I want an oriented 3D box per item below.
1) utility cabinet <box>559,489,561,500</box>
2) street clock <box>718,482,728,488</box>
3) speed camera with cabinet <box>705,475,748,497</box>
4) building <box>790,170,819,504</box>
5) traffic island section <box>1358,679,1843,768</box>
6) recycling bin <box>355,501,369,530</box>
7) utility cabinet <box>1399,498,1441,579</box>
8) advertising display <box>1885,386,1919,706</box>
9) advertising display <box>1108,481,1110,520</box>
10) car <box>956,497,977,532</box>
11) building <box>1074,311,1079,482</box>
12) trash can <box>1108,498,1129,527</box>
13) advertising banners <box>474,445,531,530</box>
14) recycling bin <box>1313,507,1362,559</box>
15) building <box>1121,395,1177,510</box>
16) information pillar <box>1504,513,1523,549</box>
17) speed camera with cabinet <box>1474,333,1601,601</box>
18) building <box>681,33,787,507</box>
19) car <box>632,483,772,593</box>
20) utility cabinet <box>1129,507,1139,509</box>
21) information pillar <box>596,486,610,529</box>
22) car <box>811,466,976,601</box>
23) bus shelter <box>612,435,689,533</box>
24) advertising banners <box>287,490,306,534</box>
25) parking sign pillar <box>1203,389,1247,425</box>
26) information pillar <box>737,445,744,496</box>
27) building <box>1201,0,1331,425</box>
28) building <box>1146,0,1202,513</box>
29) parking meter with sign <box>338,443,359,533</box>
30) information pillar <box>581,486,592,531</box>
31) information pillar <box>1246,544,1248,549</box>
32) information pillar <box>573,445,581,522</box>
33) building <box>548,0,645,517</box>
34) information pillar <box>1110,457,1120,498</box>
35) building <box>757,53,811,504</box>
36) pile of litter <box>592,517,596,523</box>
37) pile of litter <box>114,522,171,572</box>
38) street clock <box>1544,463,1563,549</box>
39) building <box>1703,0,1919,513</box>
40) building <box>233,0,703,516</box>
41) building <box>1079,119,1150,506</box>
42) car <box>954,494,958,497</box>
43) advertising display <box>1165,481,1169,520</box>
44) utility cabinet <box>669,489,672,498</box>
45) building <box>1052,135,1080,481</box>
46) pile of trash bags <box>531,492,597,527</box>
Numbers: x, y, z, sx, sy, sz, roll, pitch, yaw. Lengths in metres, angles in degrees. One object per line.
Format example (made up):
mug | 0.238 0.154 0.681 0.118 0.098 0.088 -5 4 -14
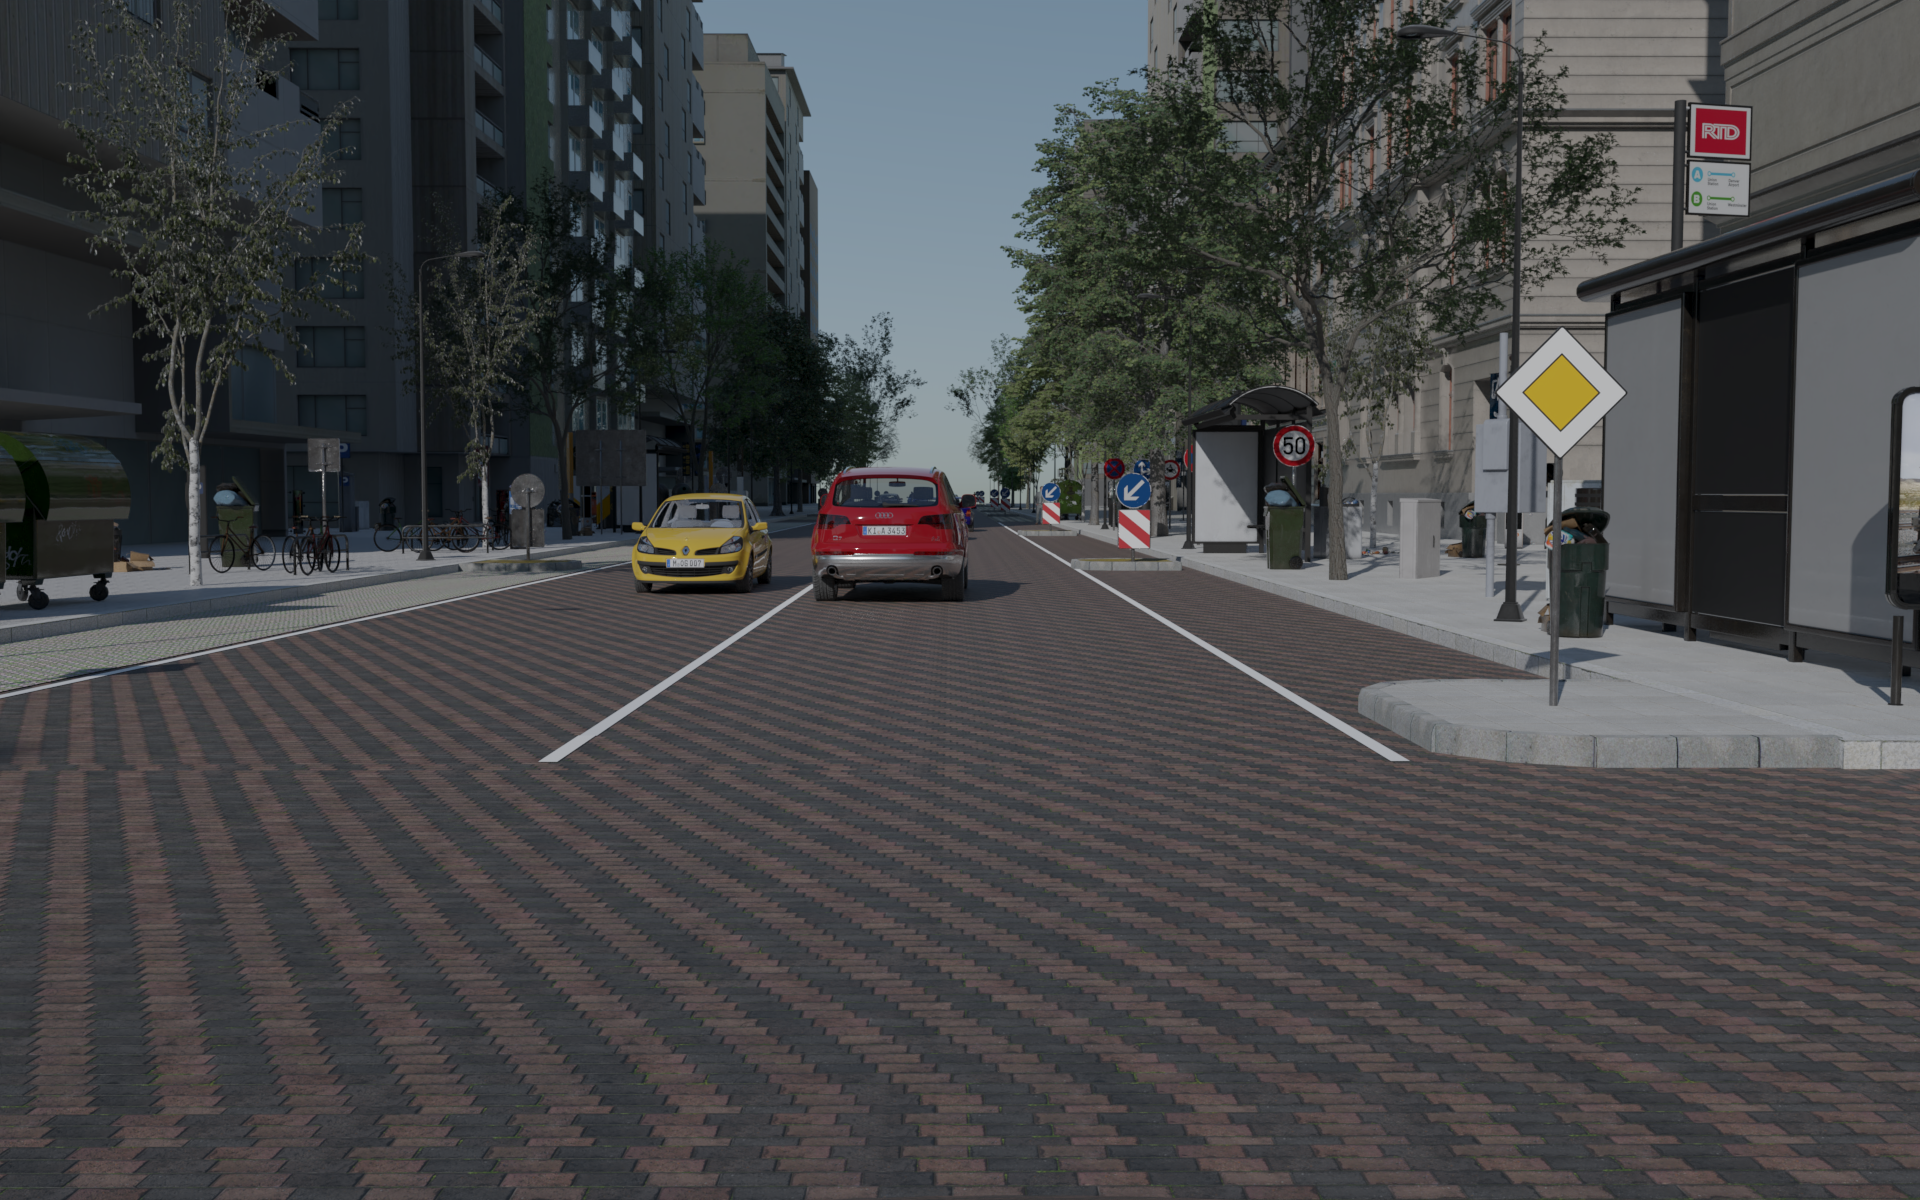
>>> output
utility cabinet | -19.292 -4.559 83.215 1.173 1.500 0.318 0 4 3
street clock | -11.430 -4.834 83.613 0.471 2.002 0.358 0 4 -6
speed camera with cabinet | -11.387 -5.511 84.442 2.038 3.252 0.660 0 4 4
building | -26.487 -35.671 233.324 14.600 45.320 14.200 0 4 0
traffic island section | 3.617 0.720 10.512 2.009 0.180 2.903 0 4 0
recycling bin | -21.896 -3.069 62.728 0.722 1.027 0.722 1 4 10
utility cabinet | 7.081 -0.945 26.616 0.306 1.237 1.020 2 4 35
advertising display | 6.096 -0.315 10.368 0.974 1.923 0.123 1 4 14
advertising display | 7.720 -4.864 84.743 0.974 1.923 0.123 0 4 1
car | -0.323 -3.331 67.041 1.945 1.354 3.894 0 4 1
building | 20.619 -26.645 207.347 14.160 30.474 14.107 0 4 0
trash can | 6.073 -3.401 67.256 0.748 1.137 0.748 0 3 0
advertising banners | -16.377 -4.036 62.176 2.074 3.025 0.090 0 4 -5
recycling bin | 7.521 -1.342 34.494 0.722 1.027 0.722 -1 4 -18
building | 29.538 -27.499 141.483 32.217 40.220 23.993 0 4 0
information pillar | 12.961 -2.202 40.500 0.304 2.012 0.304 -1 4 -17
speed camera with cabinet | 7.229 -1.625 20.904 0.660 3.252 2.038 -2 4 -35
building | -30.473 -34.458 187.091 21.300 48.544 21.600 0 4 0
car | -3.870 -0.985 26.334 2.015 1.641 3.980 0 3 0
utility cabinet | 6.152 -2.862 57.962 1.020 1.237 0.306 -2 4 -28
information pillar | -12.991 -4.379 62.952 0.504 3.616 0.183 -2 4 -26
car | -0.915 -0.979 24.680 2.281 1.827 5.304 0 4 1
bus shelter | -10.808 -4.042 60.006 2.014 3.302 5.546 0 4 0
advertising banners | -21.440 -3.585 54.806 0.090 3.025 2.074 1 4 17
parking sign pillar | 6.878 -3.476 45.298 1.447 3.967 1.447 -3 5 -40
information pillar | -10.552 -5.618 83.217 0.183 3.616 0.504 -3 4 -37
building | 19.974 -25.129 94.447 14.154 41.232 14.086 0 4 0
building | 27.255 -32.150 114.886 28.713 52.752 27.495 0 4 0
parking meter with sign | -20.665 -3.801 58.413 0.543 3.016 1.738 -1 4 -9
information pillar | -13.011 -3.413 60.290 0.304 2.012 0.304 -2 4 -28
information pillar | 6.563 -2.203 40.519 0.304 2.012 0.304 1 4 20
information pillar | -17.424 -5.319 78.317 0.504 3.616 0.183 -1 4 -13
building | -30.996 -29.414 100.521 23.786 49.044 30.456 0 4 0
information pillar | 6.797 -5.179 76.037 0.504 3.616 0.183 1 4 11
building | -33.389 -38.105 212.250 28.713 52.752 27.495 0 4 0
pile of litter | -15.713 -3.783 75.825 1.719 0.858 1.176 1 4 22
pile of litter | -13.989 -0.909 28.829 1.719 0.858 1.176 -3 5 -43
street clock | 13.729 -2.182 40.241 0.358 2.002 0.471 -3 4 -36
building | 28.741 -11.754 25.469 30.059 22.955 16.112 0 4 0
building | -34.066 -33.066 129.860 28.713 52.752 27.495 0 4 0
building | 20.125 -31.104 192.152 14.154 41.232 14.086 0 4 0
car | -0.878 -11.319 194.844 2.009 1.686 4.222 0 4 1
advertising display | 10.035 -4.869 84.827 0.123 1.923 0.974 3 4 37
utility cabinet | -12.875 -4.356 79.898 1.173 1.500 0.318 2 4 30
building | 24.510 -37.302 229.491 23.786 49.044 30.456 0 4 0
pile of trash bags | -15.659 -3.545 67.713 3.447 1.369 1.912 0 4 8
